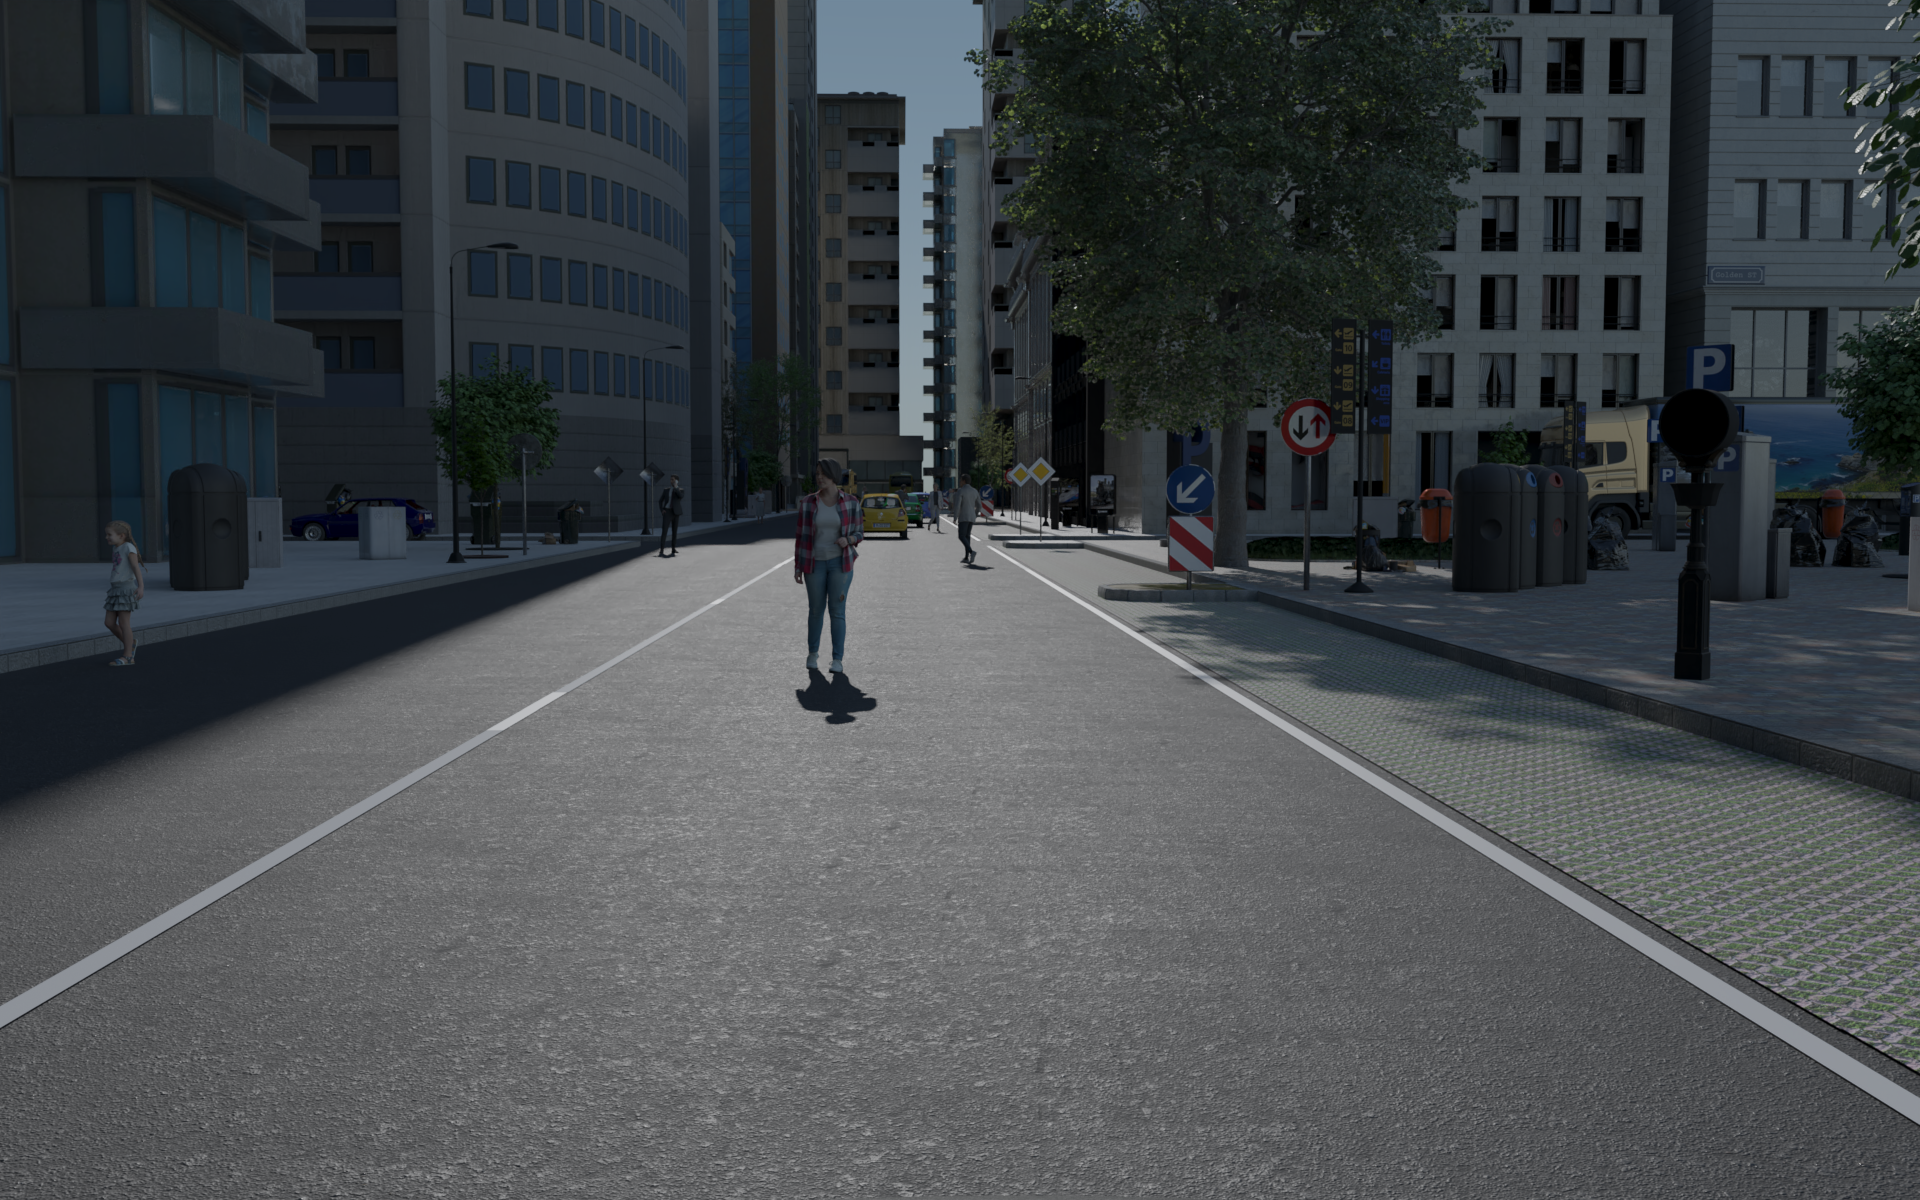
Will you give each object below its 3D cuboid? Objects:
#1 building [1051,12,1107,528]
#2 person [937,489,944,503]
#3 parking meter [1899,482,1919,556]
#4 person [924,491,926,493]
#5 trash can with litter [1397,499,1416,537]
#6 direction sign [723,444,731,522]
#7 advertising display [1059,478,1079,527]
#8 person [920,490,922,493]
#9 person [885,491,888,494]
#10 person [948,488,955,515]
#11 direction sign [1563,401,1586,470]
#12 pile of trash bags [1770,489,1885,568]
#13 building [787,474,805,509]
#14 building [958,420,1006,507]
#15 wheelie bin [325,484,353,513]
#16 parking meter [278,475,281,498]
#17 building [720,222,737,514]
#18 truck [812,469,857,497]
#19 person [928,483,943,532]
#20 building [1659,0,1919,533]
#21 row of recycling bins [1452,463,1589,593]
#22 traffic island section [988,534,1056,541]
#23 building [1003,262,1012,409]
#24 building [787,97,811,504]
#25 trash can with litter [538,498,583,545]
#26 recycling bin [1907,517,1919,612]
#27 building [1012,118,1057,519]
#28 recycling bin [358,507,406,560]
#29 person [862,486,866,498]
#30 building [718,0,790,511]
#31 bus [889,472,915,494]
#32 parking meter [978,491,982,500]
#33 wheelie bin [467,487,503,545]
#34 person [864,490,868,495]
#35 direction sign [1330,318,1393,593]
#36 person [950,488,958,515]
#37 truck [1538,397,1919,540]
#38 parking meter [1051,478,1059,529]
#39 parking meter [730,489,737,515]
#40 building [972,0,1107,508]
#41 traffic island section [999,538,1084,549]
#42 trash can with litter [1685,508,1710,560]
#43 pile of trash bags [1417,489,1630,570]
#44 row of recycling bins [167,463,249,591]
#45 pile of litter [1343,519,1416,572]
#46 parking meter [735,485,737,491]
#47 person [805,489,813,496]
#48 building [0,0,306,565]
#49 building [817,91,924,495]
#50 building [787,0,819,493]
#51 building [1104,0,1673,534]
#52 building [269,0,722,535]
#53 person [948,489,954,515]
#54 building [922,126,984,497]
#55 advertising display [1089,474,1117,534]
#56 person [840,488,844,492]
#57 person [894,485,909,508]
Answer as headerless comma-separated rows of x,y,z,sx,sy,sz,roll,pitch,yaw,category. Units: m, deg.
10.717,-14.908,73.424,12.332,23.373,15.834,0,4,-2,building
-1.508,-6.744,119.043,0.678,1.792,0.850,-2,4,-30,person
19.832,-1.697,36.161,0.372,1.533,0.369,0,3,0,parking meter
-3.926,-11.677,200.131,1.217,1.735,0.721,3,5,44,person
10.858,-1.945,43.193,0.624,1.170,1.055,-2,4,-28,trash can with litter
-10.603,-5.305,78.732,0.379,3.537,0.876,0,4,3,direction sign
4.213,-3.854,68.227,0.974,1.923,0.123,0,4,-8,advertising display
-3.897,-10.197,175.088,0.709,1.838,0.599,1,4,14,person
-6.888,-9.185,159.195,0.721,1.766,1.217,-2,4,-24,person
-0.500,-6.677,117.767,0.767,1.812,0.694,0,4,-7,person
14.990,-3.076,42.294,0.876,3.537,0.379,-3,4,-36,direction sign
15.899,-1.344,31.724,1.912,1.369,3.447,2,4,29,pile of trash bags
-30.338,-28.290,154.422,32.217,40.220,23.993,0,4,-2,building
11.390,-53.519,187.712,22.319,86.520,31.000,0,4,-2,building
-19.093,-2.778,53.336,0.980,1.594,0.693,3,5,42,wheelie bin
-17.712,-2.380,44.629,0.399,1.863,0.255,-1,4,-12,parking meter
-28.734,-15.842,104.055,27.650,21.520,28.899,0,4,-2,building
-9.644,-8.591,136.388,3.469,3.379,9.791,0,4,-1,truck
-0.952,-3.494,65.501,0.514,1.842,0.818,-2,4,-28,person
38.441,-17.335,60.925,29.804,29.767,11.434,0,4,-2,building
7.729,-1.028,23.915,1.069,1.692,3.534,3,4,38,row of recycling bins
1.923,-1.966,54.424,2.009,0.180,2.903,0,4,-2,traffic island section
10.276,-16.888,117.915,13.314,21.916,24.055,0,4,-2,building
-22.436,-29.978,173.740,14.154,41.232,14.086,0,4,-2,building
-10.172,-2.002,44.122,1.055,1.170,0.624,-2,4,-33,trash can with litter
10.780,-0.376,18.708,0.722,1.027,0.722,0,4,2,recycling bin
10.360,-15.387,93.376,13.314,21.916,24.055,0,4,-2,building
-11.384,-1.320,34.128,0.722,1.027,0.722,-3,4,-37,recycling bin
-5.036,-5.022,90.496,0.818,1.842,0.514,-1,4,-15,person
-20.762,-29.674,135.286,14.600,45.320,14.200,0,4,-2,building
-6.422,-12.206,191.114,2.896,3.916,12.252,0,4,-1,bus
1.399,-7.108,124.618,0.372,1.533,0.369,0,3,0,parking meter
-12.071,-2.211,44.056,0.980,1.594,0.693,1,4,12,wheelie bin
-4.208,-4.128,77.804,0.330,1.601,0.589,0,4,3,person
5.208,-1.866,22.510,0.876,3.537,0.379,-1,4,-16,direction sign
-0.270,-6.119,108.812,0.850,1.792,0.678,-2,4,-31,person
22.271,-3.808,51.167,11.283,4.237,2.839,0,4,-1,truck
3.448,-3.495,62.855,0.255,1.863,0.399,1,4,12,parking meter
-12.529,-5.340,95.719,0.372,1.533,0.369,0,3,0,parking meter
16.028,-34.890,159.686,28.713,52.752,27.495,0,4,-2,building
2.186,-1.478,46.443,2.009,0.180,2.903,0,4,-2,traffic island section
10.914,-0.856,25.382,0.624,1.170,1.055,1,4,18,trash can with litter
9.616,-1.230,29.865,3.447,1.369,1.912,0,3,0,pile of trash bags
-10.599,-1.059,24.431,1.069,1.692,3.534,-1,4,-21,row of recycling bins
7.085,-0.931,29.195,1.176,0.858,1.719,0,4,6,pile of litter
-13.728,-6.160,106.421,0.399,1.863,0.255,1,4,13,parking meter
-8.952,-5.732,102.793,0.524,1.755,0.480,0,4,2,person
-28.848,-25.125,30.395,30.456,49.044,23.786,0,4,-2,building
-18.680,-39.022,227.247,27.495,52.752,28.713,0,4,-2,building
-26.560,-46.144,192.709,20.611,71.187,20.563,0,4,-2,building
14.045,-12.567,60.224,16.860,20.320,10.420,0,4,-2,building
-21.394,-32.089,66.659,21.231,58.520,28.212,0,4,-2,building
-0.538,-6.283,111.711,0.515,1.767,0.782,0,4,8,person
10.376,-37.050,225.377,30.456,49.044,23.786,0,4,-2,building
4.660,-3.135,56.472,0.974,1.923,0.123,3,4,38,advertising display
-6.828,-5.621,100.748,0.721,1.781,0.623,1,4,11,person
-2.355,-3.693,69.054,0.592,1.802,0.473,3,5,39,person
